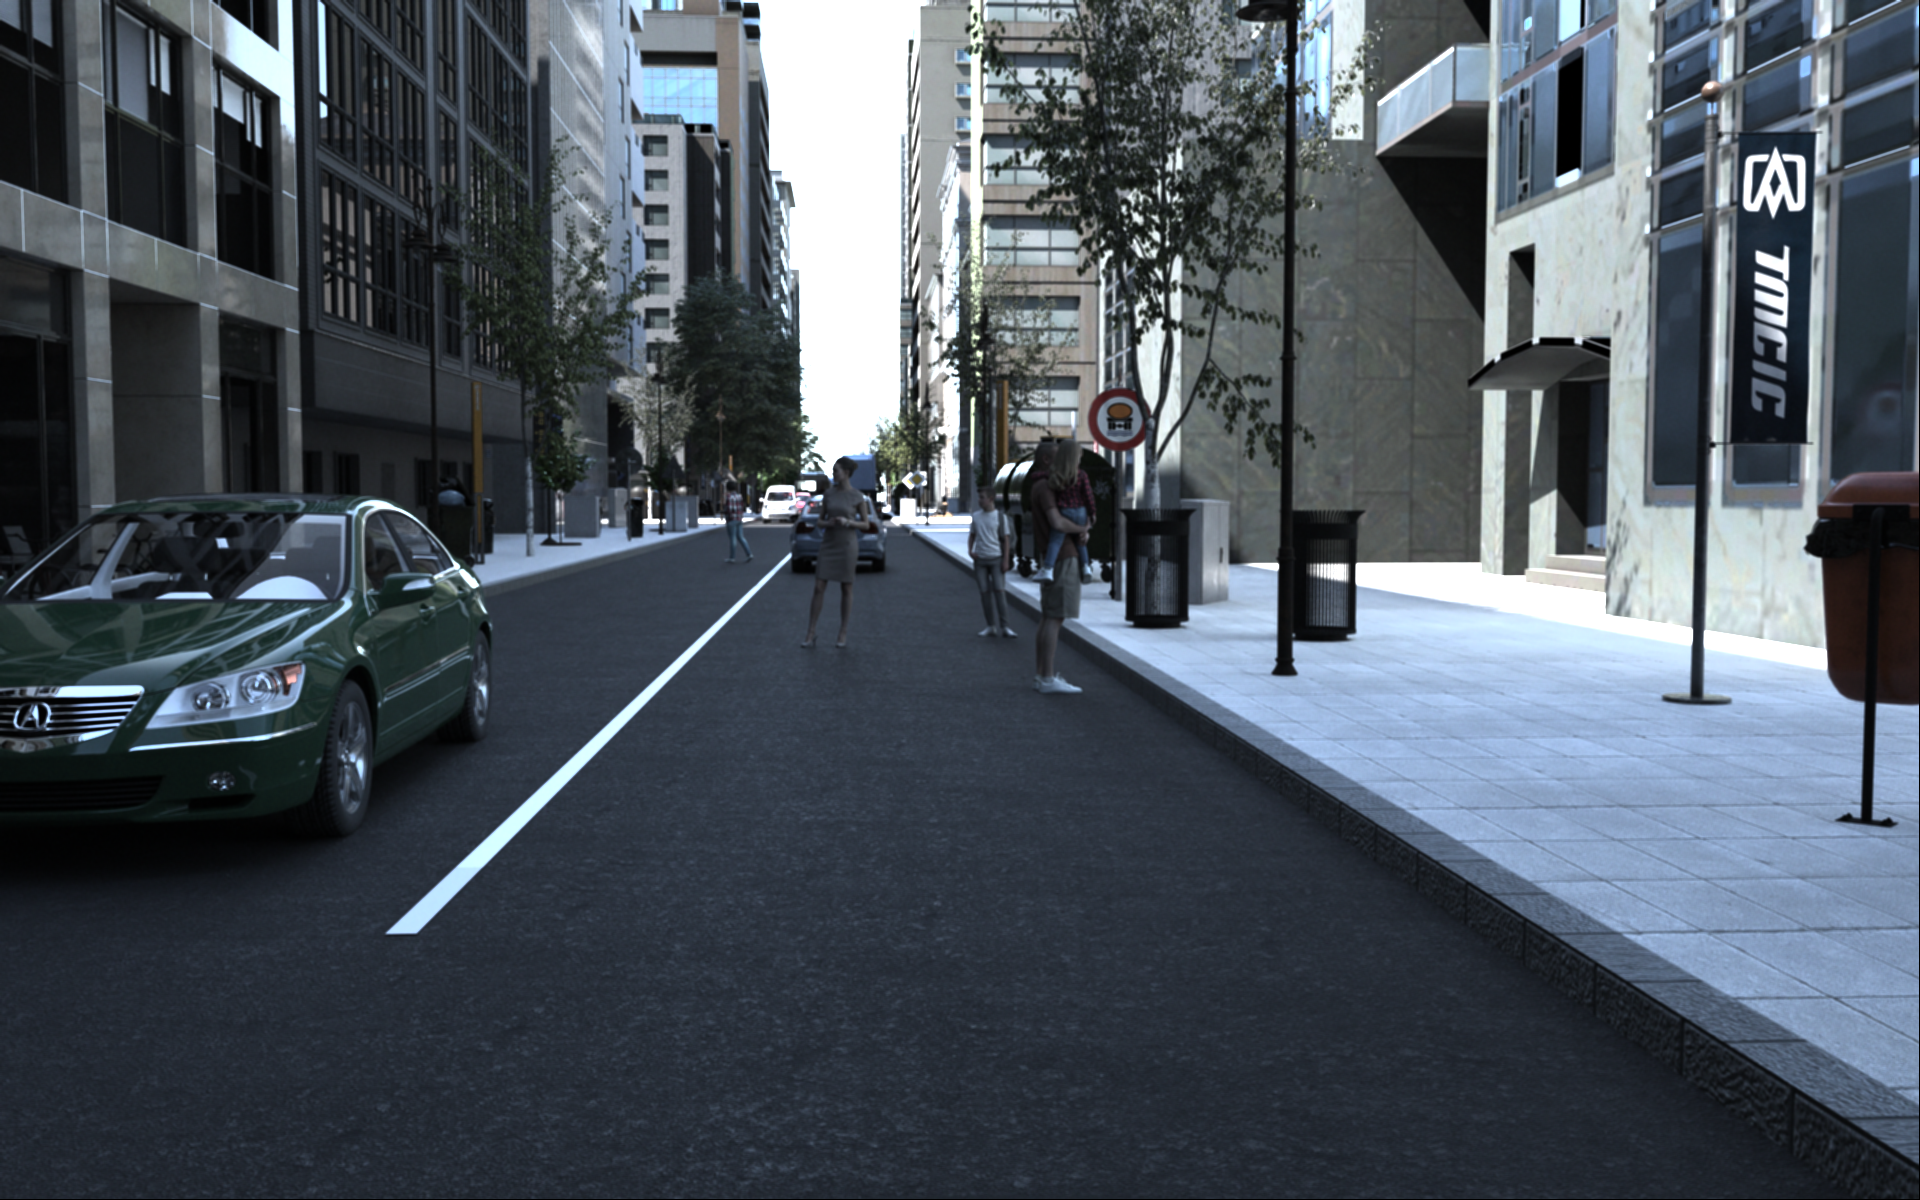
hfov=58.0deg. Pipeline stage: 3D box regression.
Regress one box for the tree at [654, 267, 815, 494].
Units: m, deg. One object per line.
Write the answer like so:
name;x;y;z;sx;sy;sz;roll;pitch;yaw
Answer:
tree;-12.643;-11.643;97.019;9.857;13.997;8.962;0;3;0

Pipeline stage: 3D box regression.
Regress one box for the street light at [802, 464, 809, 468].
street light;-19.344;-14.800;214.769;0.468;5.910;1.993;0;4;-4

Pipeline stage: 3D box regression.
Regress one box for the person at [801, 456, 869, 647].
person;-1.170;-0.451;16.214;0.599;1.781;0.374;1;4;14

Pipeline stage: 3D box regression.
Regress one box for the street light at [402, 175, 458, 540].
street light;-7.775;-3.228;25.559;0.468;5.910;1.993;0;4;-4

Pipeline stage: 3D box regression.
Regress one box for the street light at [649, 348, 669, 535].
street light;-9.491;-5.016;54.802;0.468;5.910;1.993;0;4;-4

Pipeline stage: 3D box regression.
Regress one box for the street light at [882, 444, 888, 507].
street light;-6.405;-11.062;153.653;0.468;5.910;1.993;0;4;-4

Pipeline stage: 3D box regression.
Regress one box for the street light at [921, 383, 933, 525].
street light;-1.348;-6.012;71.078;0.468;5.910;1.993;0;4;-4

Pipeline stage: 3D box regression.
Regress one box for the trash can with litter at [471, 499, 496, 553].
trash can with litter;-10.496;-1.592;37.422;1.055;1.170;0.624;3;5;44

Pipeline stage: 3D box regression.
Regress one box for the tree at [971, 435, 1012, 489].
tree;0.840;-3.485;51.577;1.663;3.219;1.824;0;3;0

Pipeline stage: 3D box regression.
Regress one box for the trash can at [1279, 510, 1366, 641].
trash can;3.189;-0.222;15.279;0.748;1.137;0.748;0;3;0

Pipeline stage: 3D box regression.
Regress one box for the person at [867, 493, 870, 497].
person;-5.255;-5.339;98.393;0.503;1.515;0.523;3;5;39

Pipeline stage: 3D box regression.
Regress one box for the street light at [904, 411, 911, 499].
street light;-2.855;-7.483;95.126;0.468;5.910;1.993;0;4;-4

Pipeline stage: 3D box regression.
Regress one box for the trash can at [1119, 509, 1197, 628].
trash can;1.906;-0.310;16.728;0.748;1.137;0.748;0;3;0

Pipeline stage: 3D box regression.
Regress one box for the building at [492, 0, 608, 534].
building;-23.271;-14.818;60.305;19.932;24.808;12.078;0;4;-4

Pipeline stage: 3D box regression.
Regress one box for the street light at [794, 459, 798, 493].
street light;-17.514;-12.982;185.046;0.468;5.910;1.993;0;4;-4

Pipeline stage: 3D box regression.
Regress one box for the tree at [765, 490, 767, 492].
tree;-14.993;-8.716;137.112;1.663;3.219;1.824;0;3;0

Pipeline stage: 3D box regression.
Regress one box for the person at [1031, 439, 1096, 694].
person;0.716;-0.250;12.556;0.580;1.828;0.573;3;5;42

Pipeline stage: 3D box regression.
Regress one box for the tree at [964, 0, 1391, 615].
tree;2.029;-4.112;17.593;4.360;8.622;3.978;0;3;0

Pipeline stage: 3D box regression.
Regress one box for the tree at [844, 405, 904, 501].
tree;-11.174;-20.084;238.736;12.009;13.543;11.850;0;3;0

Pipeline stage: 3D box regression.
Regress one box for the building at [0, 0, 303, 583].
building;-19.522;-12.611;10.705;19.350;26.468;34.151;0;4;-4

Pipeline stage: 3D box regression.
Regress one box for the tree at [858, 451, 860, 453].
tree;-8.052;-13.925;178.036;4.737;8.622;4.395;0;3;0

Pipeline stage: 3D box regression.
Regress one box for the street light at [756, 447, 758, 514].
street light;-12.867;-8.377;109.751;0.468;5.910;1.993;0;4;-4

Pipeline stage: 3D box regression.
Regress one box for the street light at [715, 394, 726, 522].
street light;-11.012;-6.552;79.918;0.468;5.910;1.993;0;4;-4

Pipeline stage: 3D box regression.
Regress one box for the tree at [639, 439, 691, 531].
tree;-10.400;-4.028;60.454;1.663;3.219;1.824;0;3;0

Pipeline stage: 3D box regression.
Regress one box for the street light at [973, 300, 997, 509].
street light;0.587;-4.195;41.371;0.468;5.910;1.993;0;4;-4

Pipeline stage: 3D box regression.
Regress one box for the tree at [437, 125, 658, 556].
tree;-8.626;-5.204;35.455;4.737;8.622;4.395;0;3;0

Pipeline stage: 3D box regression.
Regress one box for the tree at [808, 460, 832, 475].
tree;-25.092;-21.893;308.317;4.737;8.622;4.395;0;3;0

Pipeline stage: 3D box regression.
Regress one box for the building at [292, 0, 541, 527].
building;-18.959;-15.063;39.782;14.314;27.812;24.014;0;4;-4

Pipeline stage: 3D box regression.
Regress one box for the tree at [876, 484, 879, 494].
tree;-9.173;-12.340;196.365;1.663;3.219;1.824;0;3;0

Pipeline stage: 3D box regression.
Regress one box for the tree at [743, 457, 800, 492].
tree;-14.568;-8.895;129.155;4.285;4.588;4.351;0;3;0

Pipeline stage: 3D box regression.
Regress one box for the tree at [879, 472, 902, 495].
tree;-5.106;-8.642;135.902;1.663;3.219;1.824;0;3;0

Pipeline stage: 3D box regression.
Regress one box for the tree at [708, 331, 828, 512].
tree;-13.958;-12.393;120.758;7.486;12.596;7.792;0;3;0

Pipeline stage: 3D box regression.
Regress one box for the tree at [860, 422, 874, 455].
tree;-4.376;-11.026;130.637;4.737;8.622;4.395;0;3;0

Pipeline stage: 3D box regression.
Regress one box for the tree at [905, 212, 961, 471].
tree;0.875;-5.783;44.910;4.360;8.622;3.978;0;3;0

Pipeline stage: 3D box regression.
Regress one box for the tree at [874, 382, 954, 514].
tree;-2.613;-9.967;113.328;4.737;8.622;4.395;0;3;0

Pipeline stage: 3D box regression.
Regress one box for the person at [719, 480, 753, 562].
person;-4.734;-1.662;36.514;0.643;1.720;0.563;2;4;28

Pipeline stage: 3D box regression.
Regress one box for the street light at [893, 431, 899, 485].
street light;-4.606;-9.274;124.415;0.468;5.910;1.993;0;4;-4

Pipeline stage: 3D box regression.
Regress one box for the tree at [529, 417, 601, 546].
tree;-10.133;-2.993;43.532;1.663;3.219;1.824;0;3;0

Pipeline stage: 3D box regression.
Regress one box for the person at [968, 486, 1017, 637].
person;0.342;-0.389;17.460;0.503;1.515;0.523;-1;4;-10

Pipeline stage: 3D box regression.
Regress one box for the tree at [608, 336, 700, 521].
tree;-14.451;-8.046;81.915;4.360;8.622;3.978;0;3;0

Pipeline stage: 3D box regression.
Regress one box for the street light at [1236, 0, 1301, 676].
street light;2.307;-2.406;12.128;0.468;5.910;1.993;0;4;-4

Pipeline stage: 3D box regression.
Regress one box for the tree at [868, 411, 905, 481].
tree;-5.803;-12.215;150.077;4.360;8.622;3.978;0;3;0
